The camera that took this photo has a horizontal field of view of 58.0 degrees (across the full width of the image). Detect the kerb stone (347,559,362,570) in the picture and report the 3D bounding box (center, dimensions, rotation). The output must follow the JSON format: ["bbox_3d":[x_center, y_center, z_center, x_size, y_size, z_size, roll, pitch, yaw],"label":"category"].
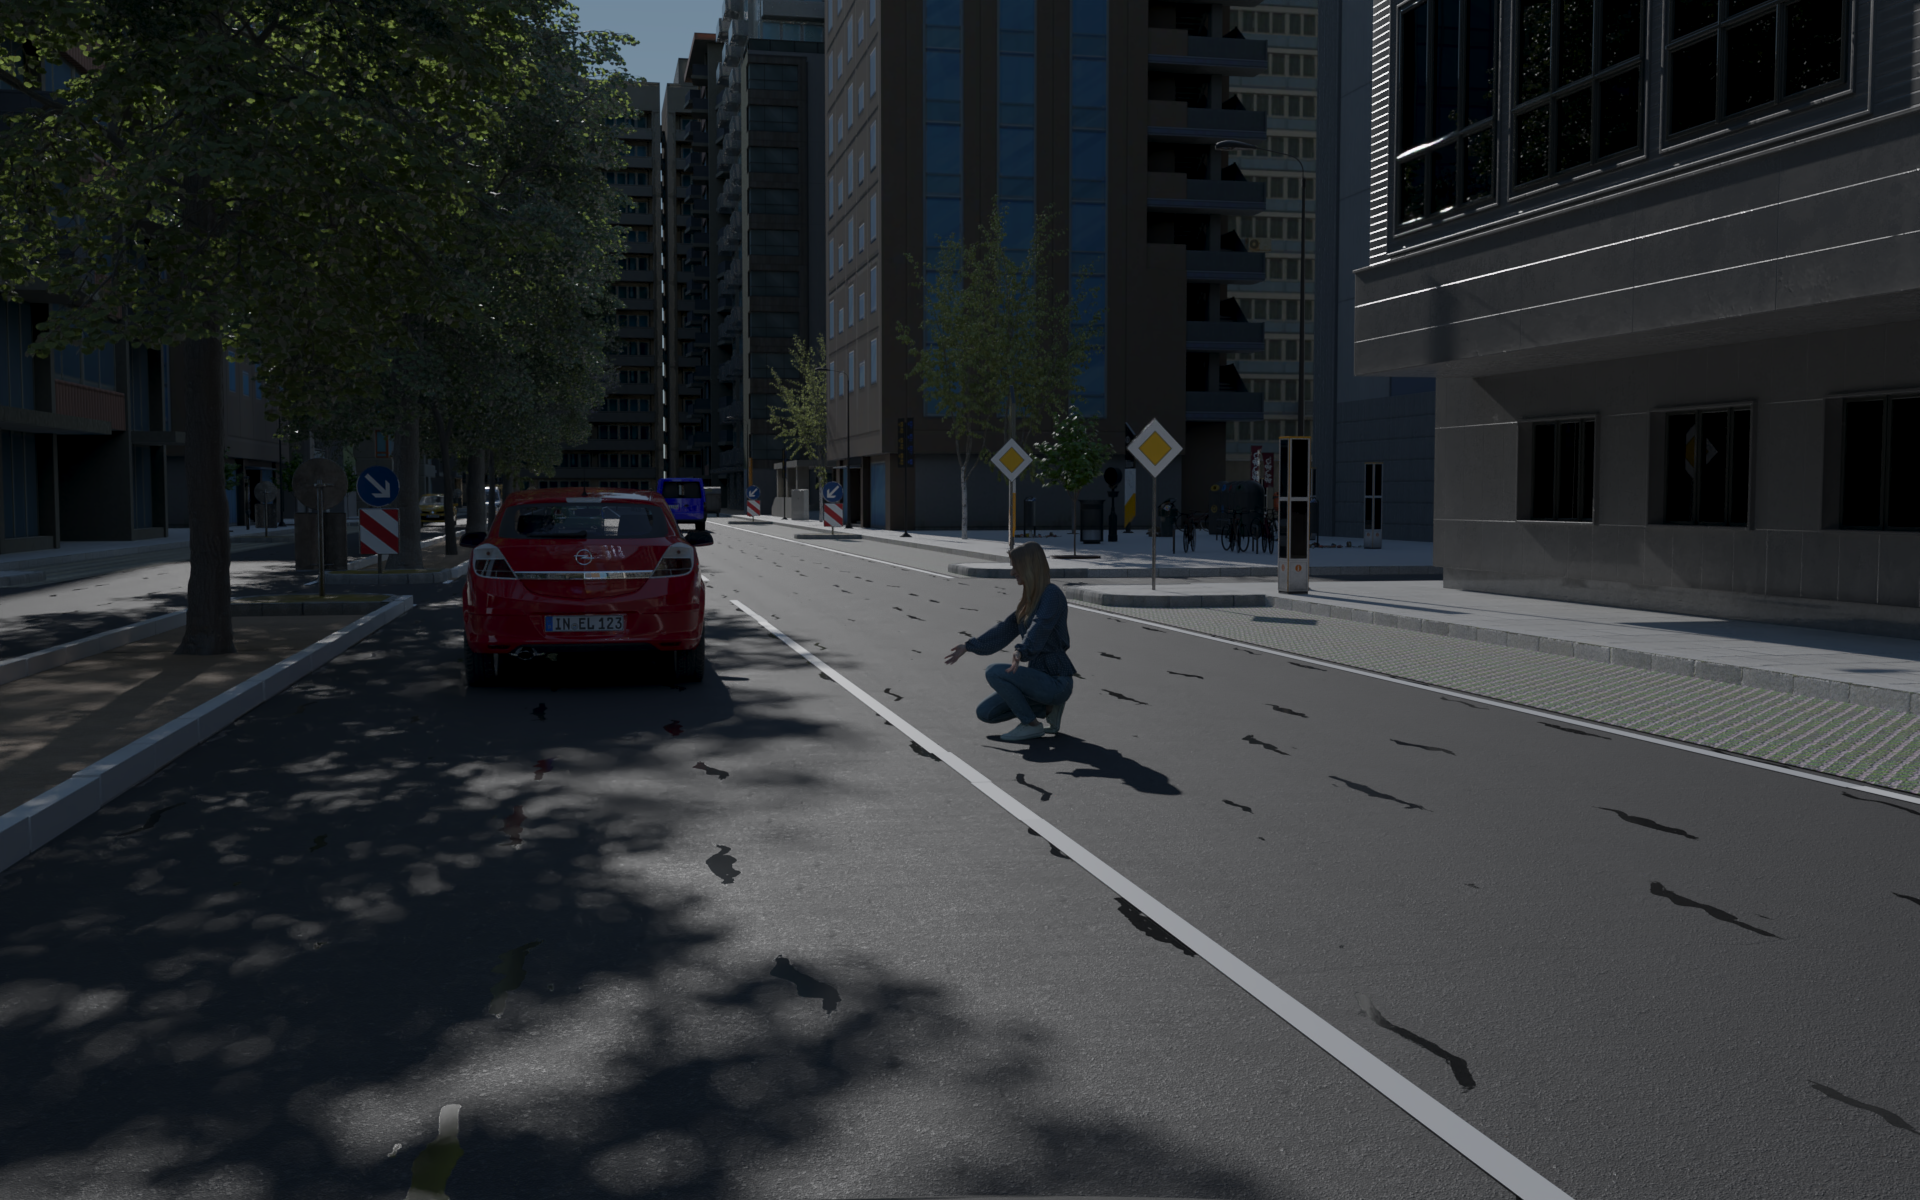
[{"bbox_3d":[-11.417,-0.633,32.550,0.120,0.150,1.000,-1,4,-12],"label":"kerb stone"}]

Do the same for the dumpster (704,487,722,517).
[{"bbox_3d":[-15.695,-6.044,107.037,1.865,1.857,1.264,-1,4,-13],"label":"dumpster"}]

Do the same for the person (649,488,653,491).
[{"bbox_3d":[-16.020,-4.933,89.998,0.563,1.720,0.643,-2,4,-31],"label":"person"}]

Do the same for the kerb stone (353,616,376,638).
[{"bbox_3d":[-6.033,0.294,17.432,0.120,0.150,1.000,-1,4,-12],"label":"kerb stone"}]

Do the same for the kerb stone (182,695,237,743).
[{"bbox_3d":[-4.526,0.721,10.408,0.120,0.150,1.000,-1,4,-12],"label":"kerb stone"}]

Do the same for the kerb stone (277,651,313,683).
[{"bbox_3d":[-5.172,0.538,13.416,0.120,0.150,1.000,-1,4,-12],"label":"kerb stone"}]

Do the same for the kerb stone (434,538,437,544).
[{"bbox_3d":[-14.851,-1.613,48.602,0.120,0.150,1.000,-1,4,-12],"label":"kerb stone"}]

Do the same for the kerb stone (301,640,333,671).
[{"bbox_3d":[-5.385,0.475,14.426,0.120,0.150,1.000,-1,4,-12],"label":"kerb stone"}]

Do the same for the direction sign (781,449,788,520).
[{"bbox_3d":[-8.774,-5.784,86.564,0.379,3.537,0.876,0,4,6],"label":"direction sign"}]

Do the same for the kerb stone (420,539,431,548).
[{"bbox_3d":[-14.417,-1.492,46.585,0.120,0.150,1.000,-1,4,-12],"label":"kerb stone"}]

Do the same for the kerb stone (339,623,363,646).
[{"bbox_3d":[-5.818,0.356,16.433,0.120,0.150,1.000,-1,4,-12],"label":"kerb stone"}]

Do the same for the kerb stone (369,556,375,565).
[{"bbox_3d":[-11.847,-0.748,34.554,0.120,0.150,1.000,-1,4,-12],"label":"kerb stone"}]

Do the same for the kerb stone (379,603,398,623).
[{"bbox_3d":[-6.458,0.173,19.439,0.120,0.150,1.000,-1,4,-12],"label":"kerb stone"}]

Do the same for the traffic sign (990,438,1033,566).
[{"bbox_3d":[0.914,-1.667,30.892,0.795,2.450,0.064,-1,4,-12],"label":"traffic sign"}]

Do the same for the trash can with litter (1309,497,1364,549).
[{"bbox_3d":[8.725,-1.854,41.375,2.233,1.210,1.678,-1,4,-13],"label":"trash can with litter"}]

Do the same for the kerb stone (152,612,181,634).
[{"bbox_3d":[-8.301,0.256,18.005,0.120,0.150,1.000,-1,4,-12],"label":"kerb stone"}]

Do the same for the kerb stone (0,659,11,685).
[{"bbox_3d":[-7.232,0.562,13.000,0.120,0.150,1.000,-1,4,-12],"label":"kerb stone"}]

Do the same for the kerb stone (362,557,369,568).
[{"bbox_3d":[-11.629,-0.695,33.555,0.120,0.150,1.000,-1,4,-12],"label":"kerb stone"}]

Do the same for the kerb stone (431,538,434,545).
[{"bbox_3d":[-14.635,-1.554,47.598,0.120,0.150,1.000,-1,4,-12],"label":"kerb stone"}]

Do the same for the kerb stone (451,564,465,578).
[{"bbox_3d":[-8.721,-0.476,29.986,0.120,0.150,1.000,-1,4,-12],"label":"kerb stone"}]

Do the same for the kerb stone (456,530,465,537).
[{"bbox_3d":[-17.208,-2.289,59.622,0.120,0.150,1.000,-1,4,-12],"label":"kerb stone"}]

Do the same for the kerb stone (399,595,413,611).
[{"bbox_3d":[-6.885,0.046,21.445,0.120,0.150,1.000,-1,4,-12],"label":"kerb stone"}]

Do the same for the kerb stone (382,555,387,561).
[{"bbox_3d":[-12.276,-0.879,36.565,0.120,0.150,1.000,-1,4,-12],"label":"kerb stone"}]

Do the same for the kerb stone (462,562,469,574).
[{"bbox_3d":[-8.928,-0.538,30.990,0.120,0.150,1.000,-1,4,-12],"label":"kerb stone"}]

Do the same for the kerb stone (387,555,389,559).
[{"bbox_3d":[-12.493,-0.940,37.564,0.120,0.150,1.000,-1,4,-12],"label":"kerb stone"}]

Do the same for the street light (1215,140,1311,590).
[{"bbox_3d":[4.034,-3.088,23.034,1.470,5.913,1.316,-1,4,-12],"label":"street light"}]

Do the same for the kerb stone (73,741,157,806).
[{"bbox_3d":[-4.095,0.844,8.403,0.120,0.150,1.000,-1,4,-12],"label":"kerb stone"}]

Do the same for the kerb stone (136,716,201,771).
[{"bbox_3d":[-4.312,0.783,9.402,0.120,0.150,1.000,-1,4,-12],"label":"kerb stone"}]

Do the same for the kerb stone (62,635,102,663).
[{"bbox_3d":[-7.660,0.443,15.007,0.120,0.150,1.000,-1,4,-12],"label":"kerb stone"}]

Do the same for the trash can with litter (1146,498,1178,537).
[{"bbox_3d":[5.991,-2.465,51.685,0.624,1.170,1.055,-3,5,-42],"label":"trash can with litter"}]

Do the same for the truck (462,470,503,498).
[{"bbox_3d":[-32.172,-7.528,118.999,3.469,3.379,9.791,-1,4,-13],"label":"truck"}]

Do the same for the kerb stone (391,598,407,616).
[{"bbox_3d":[-6.675,0.116,20.442,0.120,0.150,1.000,-1,4,-12],"label":"kerb stone"}]

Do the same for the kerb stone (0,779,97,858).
[{"bbox_3d":[-3.874,0.912,7.395,0.120,0.150,1.000,-1,4,-12],"label":"kerb stone"}]

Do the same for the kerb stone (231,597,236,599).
[{"bbox_3d":[-8.942,0.072,21.016,0.120,0.150,1.000,-1,4,-12],"label":"kerb stone"}]

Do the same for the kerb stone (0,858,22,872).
[{"bbox_3d":[-3.661,0.966,6.395,0.120,0.150,1.000,-1,4,-12],"label":"kerb stone"}]

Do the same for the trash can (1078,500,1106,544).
[{"bbox_3d":[3.392,-2.014,44.582,0.748,1.137,0.748,0,3,0],"label":"trash can"}]

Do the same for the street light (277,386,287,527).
[{"bbox_3d":[-26.042,-5.827,67.815,1.470,5.913,1.316,-1,4,-12],"label":"street light"}]

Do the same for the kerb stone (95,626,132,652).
[{"bbox_3d":[-7.874,0.379,16.006,0.120,0.150,1.000,-1,4,-12],"label":"kerb stone"}]

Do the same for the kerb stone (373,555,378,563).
[{"bbox_3d":[-12.060,-0.818,35.565,0.120,0.150,1.000,-1,4,-12],"label":"kerb stone"}]

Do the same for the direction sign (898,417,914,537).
[{"bbox_3d":[-1.612,-3.637,51.464,0.379,3.537,0.876,-2,4,-32],"label":"direction sign"}]

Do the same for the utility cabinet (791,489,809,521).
[{"bbox_3d":[-7.678,-4.547,83.029,0.318,1.500,1.173,-2,4,-35],"label":"utility cabinet"}]

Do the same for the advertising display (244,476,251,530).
[{"bbox_3d":[-25.589,-3.486,62.206,0.123,1.923,0.974,-1,4,-19],"label":"advertising display"}]

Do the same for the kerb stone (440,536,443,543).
[{"bbox_3d":[-15.283,-1.736,50.601,0.120,0.150,1.000,-1,4,-12],"label":"kerb stone"}]

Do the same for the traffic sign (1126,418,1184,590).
[{"bbox_3d":[2.586,-1.189,23.084,0.795,2.450,0.064,-1,4,-12],"label":"traffic sign"}]

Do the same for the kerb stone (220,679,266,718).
[{"bbox_3d":[-4.747,0.663,11.411,0.120,0.150,1.000,-1,4,-12],"label":"kerb stone"}]

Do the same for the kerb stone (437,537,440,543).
[{"bbox_3d":[-15.069,-1.671,49.601,0.120,0.150,1.000,-1,4,-12],"label":"kerb stone"}]

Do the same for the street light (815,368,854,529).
[{"bbox_3d":[-4.656,-5.594,64.000,1.470,5.913,1.316,-1,4,-12],"label":"street light"}]

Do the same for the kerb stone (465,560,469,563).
[{"bbox_3d":[-9.146,-0.596,31.995,0.120,0.150,1.000,-1,4,-12],"label":"kerb stone"}]

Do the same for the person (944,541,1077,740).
[{"bbox_3d":[0.338,0.236,10.138,0.738,1.151,1.012,0,4,-8],"label":"person"}]

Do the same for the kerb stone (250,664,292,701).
[{"bbox_3d":[-4.956,0.598,12.417,0.120,0.150,1.000,-1,4,-12],"label":"kerb stone"}]

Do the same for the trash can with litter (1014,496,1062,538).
[{"bbox_3d":[2.388,-2.467,51.387,1.678,1.210,2.233,3,5,39],"label":"trash can with litter"}]

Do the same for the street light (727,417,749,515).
[{"bbox_3d":[-13.350,-8.069,104.471,1.470,5.913,1.316,-1,4,-12],"label":"street light"}]

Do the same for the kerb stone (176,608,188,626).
[{"bbox_3d":[-8.523,0.197,19.010,0.120,0.150,1.000,-1,4,-12],"label":"kerb stone"}]

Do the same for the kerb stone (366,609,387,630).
[{"bbox_3d":[-6.249,0.230,18.438,0.120,0.150,1.000,-1,4,-12],"label":"kerb stone"}]

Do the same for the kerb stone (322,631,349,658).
[{"bbox_3d":[-5.599,0.414,15.429,0.120,0.150,1.000,-1,4,-12],"label":"kerb stone"}]

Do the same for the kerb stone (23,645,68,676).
[{"bbox_3d":[-7.446,0.504,14.006,0.120,0.150,1.000,-1,4,-12],"label":"kerb stone"}]

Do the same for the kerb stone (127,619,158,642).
[{"bbox_3d":[-8.090,0.319,17.005,0.120,0.150,1.000,-1,4,-12],"label":"kerb stone"}]

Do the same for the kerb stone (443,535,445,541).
[{"bbox_3d":[-15.487,-1.799,51.602,0.120,0.150,1.000,-1,4,-12],"label":"kerb stone"}]

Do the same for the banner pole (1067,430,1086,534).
[{"bbox_3d":[3.787,-4.013,55.623,0.401,3.779,0.863,3,5,44],"label":"banner pole"}]
